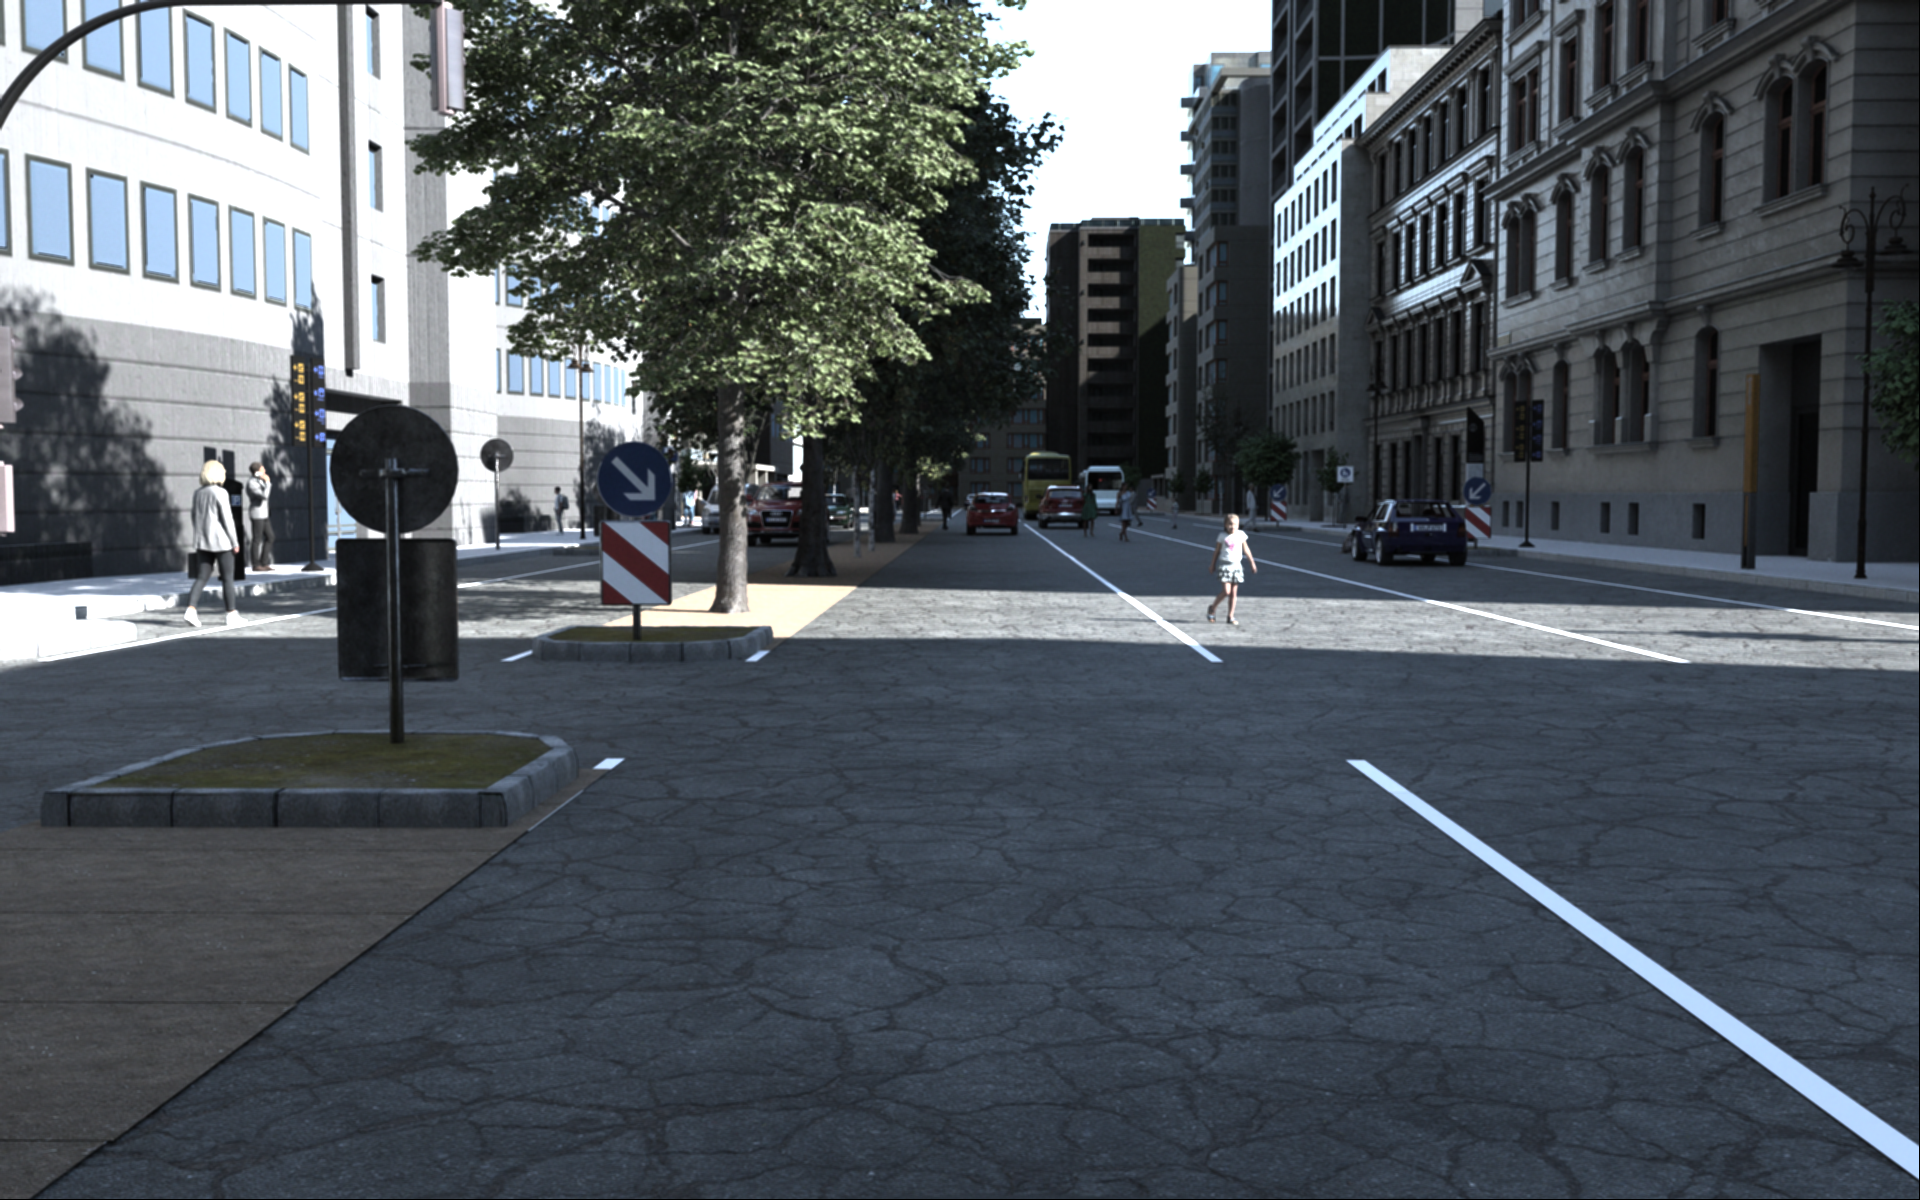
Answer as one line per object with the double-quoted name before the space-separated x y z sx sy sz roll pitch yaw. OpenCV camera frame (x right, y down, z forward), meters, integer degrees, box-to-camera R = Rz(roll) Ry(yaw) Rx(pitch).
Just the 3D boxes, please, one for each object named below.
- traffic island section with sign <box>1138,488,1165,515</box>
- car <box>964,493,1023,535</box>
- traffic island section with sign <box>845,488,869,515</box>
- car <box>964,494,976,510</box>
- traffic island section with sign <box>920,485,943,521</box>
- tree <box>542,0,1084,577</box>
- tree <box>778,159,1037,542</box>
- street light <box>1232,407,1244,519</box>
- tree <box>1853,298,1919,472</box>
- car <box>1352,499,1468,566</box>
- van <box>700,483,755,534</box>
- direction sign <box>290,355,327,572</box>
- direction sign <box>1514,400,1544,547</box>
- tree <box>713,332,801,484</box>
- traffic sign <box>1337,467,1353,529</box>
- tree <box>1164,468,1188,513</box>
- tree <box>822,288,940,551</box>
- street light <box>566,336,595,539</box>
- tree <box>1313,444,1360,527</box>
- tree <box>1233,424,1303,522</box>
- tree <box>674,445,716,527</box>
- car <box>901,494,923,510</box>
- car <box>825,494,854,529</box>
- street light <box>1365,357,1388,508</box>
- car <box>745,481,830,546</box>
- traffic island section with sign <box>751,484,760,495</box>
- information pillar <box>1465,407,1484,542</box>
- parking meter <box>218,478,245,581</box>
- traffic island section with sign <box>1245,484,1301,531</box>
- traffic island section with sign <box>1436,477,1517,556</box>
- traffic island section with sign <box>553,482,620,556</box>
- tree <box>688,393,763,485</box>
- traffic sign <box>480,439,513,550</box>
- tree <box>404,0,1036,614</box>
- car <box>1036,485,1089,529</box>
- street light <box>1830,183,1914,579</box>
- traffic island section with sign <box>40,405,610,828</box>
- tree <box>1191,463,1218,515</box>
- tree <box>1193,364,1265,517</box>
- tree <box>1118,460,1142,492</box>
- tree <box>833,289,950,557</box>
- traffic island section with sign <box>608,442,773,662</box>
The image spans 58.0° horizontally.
"traffic island section with sign" 12.835 -6.673 117.732 1.989 1.847 2.006 0 4 1
"car" 1.184 -3.242 62.044 2.155 1.783 4.494 0 4 2
"traffic island section with sign" -7.479 -6.721 118.514 1.989 1.847 2.006 0 4 1
"car" 1.344 -8.644 153.336 2.014 1.417 4.499 0 4 2
"traffic island section with sign" -1.865 -5.060 90.872 2.006 1.907 1.989 0 4 1
"tree" -2.564 -6.752 29.856 9.611 12.733 9.660 0 3 0
"tree" -2.273 -8.674 50.931 9.857 13.997 8.962 0 3 0
"street light" 14.518 -7.202 90.545 0.468 5.910 1.993 0 4 1
"tree" 13.727 -2.416 23.222 4.285 4.588 4.351 0 3 0
"car" 9.278 -1.430 35.966 1.945 1.354 3.894 0 4 2
"van" -8.405 -3.447 63.369 2.013 2.044 4.112 0 3 0
"direction sign" -10.780 -2.246 28.727 0.379 3.537 0.876 1 4 15
"direction sign" 13.759 -3.055 41.952 0.379 3.537 0.876 -2 4 -28
"tree" -10.598 -9.872 87.158 9.928 11.665 9.643 0 3 0
"traffic sign" 14.079 -3.744 63.338 0.606 2.300 0.079 1 4 9
"tree" 15.079 -7.615 119.102 1.663 3.219 1.824 0 3 0
"tree" -2.221 -5.523 43.120 4.360 8.622 3.978 0 3 0
"street light" -10.779 -4.681 49.325 0.468 5.910 1.993 0 4 1
"tree" 14.540 -4.476 67.788 1.663 3.219 1.824 0 3 0
"tree" 14.507 -5.982 81.523 4.285 4.588 4.351 0 3 0
"tree" -10.523 -4.413 66.752 1.663 3.219 1.824 0 3 0
"car" -4.185 -9.107 157.566 2.281 1.827 5.304 0 4 1
"car" -5.367 -3.809 72.056 2.009 1.686 4.222 0 4 0
"street light" 14.054 -5.245 58.543 0.468 5.910 1.993 0 4 1
"car" -4.885 -2.481 49.238 2.281 1.827 5.304 0 4 1
"traffic island section with sign" -8.122 -3.641 68.161 1.989 1.847 2.006 0 4 1
"information pillar" 13.793 -3.371 46.469 0.504 3.616 0.183 -1 4 -15
"parking meter" -10.844 -1.060 25.742 0.372 1.533 0.369 0 3 0
"traffic island section with sign" 12.201 -3.613 67.706 1.989 1.847 2.006 0 4 1
"traffic island section with sign" 11.841 -1.965 40.753 1.989 1.847 2.006 0 4 1
"traffic island section with sign" -8.465 -1.993 41.208 1.989 1.847 2.006 0 4 1
"tree" -10.587 -7.650 75.441 4.360 8.622 3.978 0 3 0
"traffic sign" -10.657 -2.431 39.860 0.768 2.556 0.104 0 4 2
"tree" -2.842 -6.132 20.848 7.486 12.596 7.792 0 3 0
"car" 4.386 -3.969 73.568 2.281 1.827 5.304 0 4 1
"street light" 13.716 -3.267 26.200 0.468 5.910 1.993 0 4 1
"traffic island section with sign" -2.924 -0.012 8.333 2.006 1.907 1.989 0 4 1
"tree" 15.124 -6.872 106.960 1.663 3.219 1.824 0 3 0
"tree" 14.865 -9.010 97.680 4.360 8.622 3.978 0 3 0
"tree" 16.187 -11.307 168.589 4.285 4.588 4.351 0 3 0
"tree" -2.276 -5.239 38.480 4.737 8.622 4.395 0 3 0
"traffic island section with sign" -2.819 -0.465 15.740 2.006 1.907 1.989 0 4 1
